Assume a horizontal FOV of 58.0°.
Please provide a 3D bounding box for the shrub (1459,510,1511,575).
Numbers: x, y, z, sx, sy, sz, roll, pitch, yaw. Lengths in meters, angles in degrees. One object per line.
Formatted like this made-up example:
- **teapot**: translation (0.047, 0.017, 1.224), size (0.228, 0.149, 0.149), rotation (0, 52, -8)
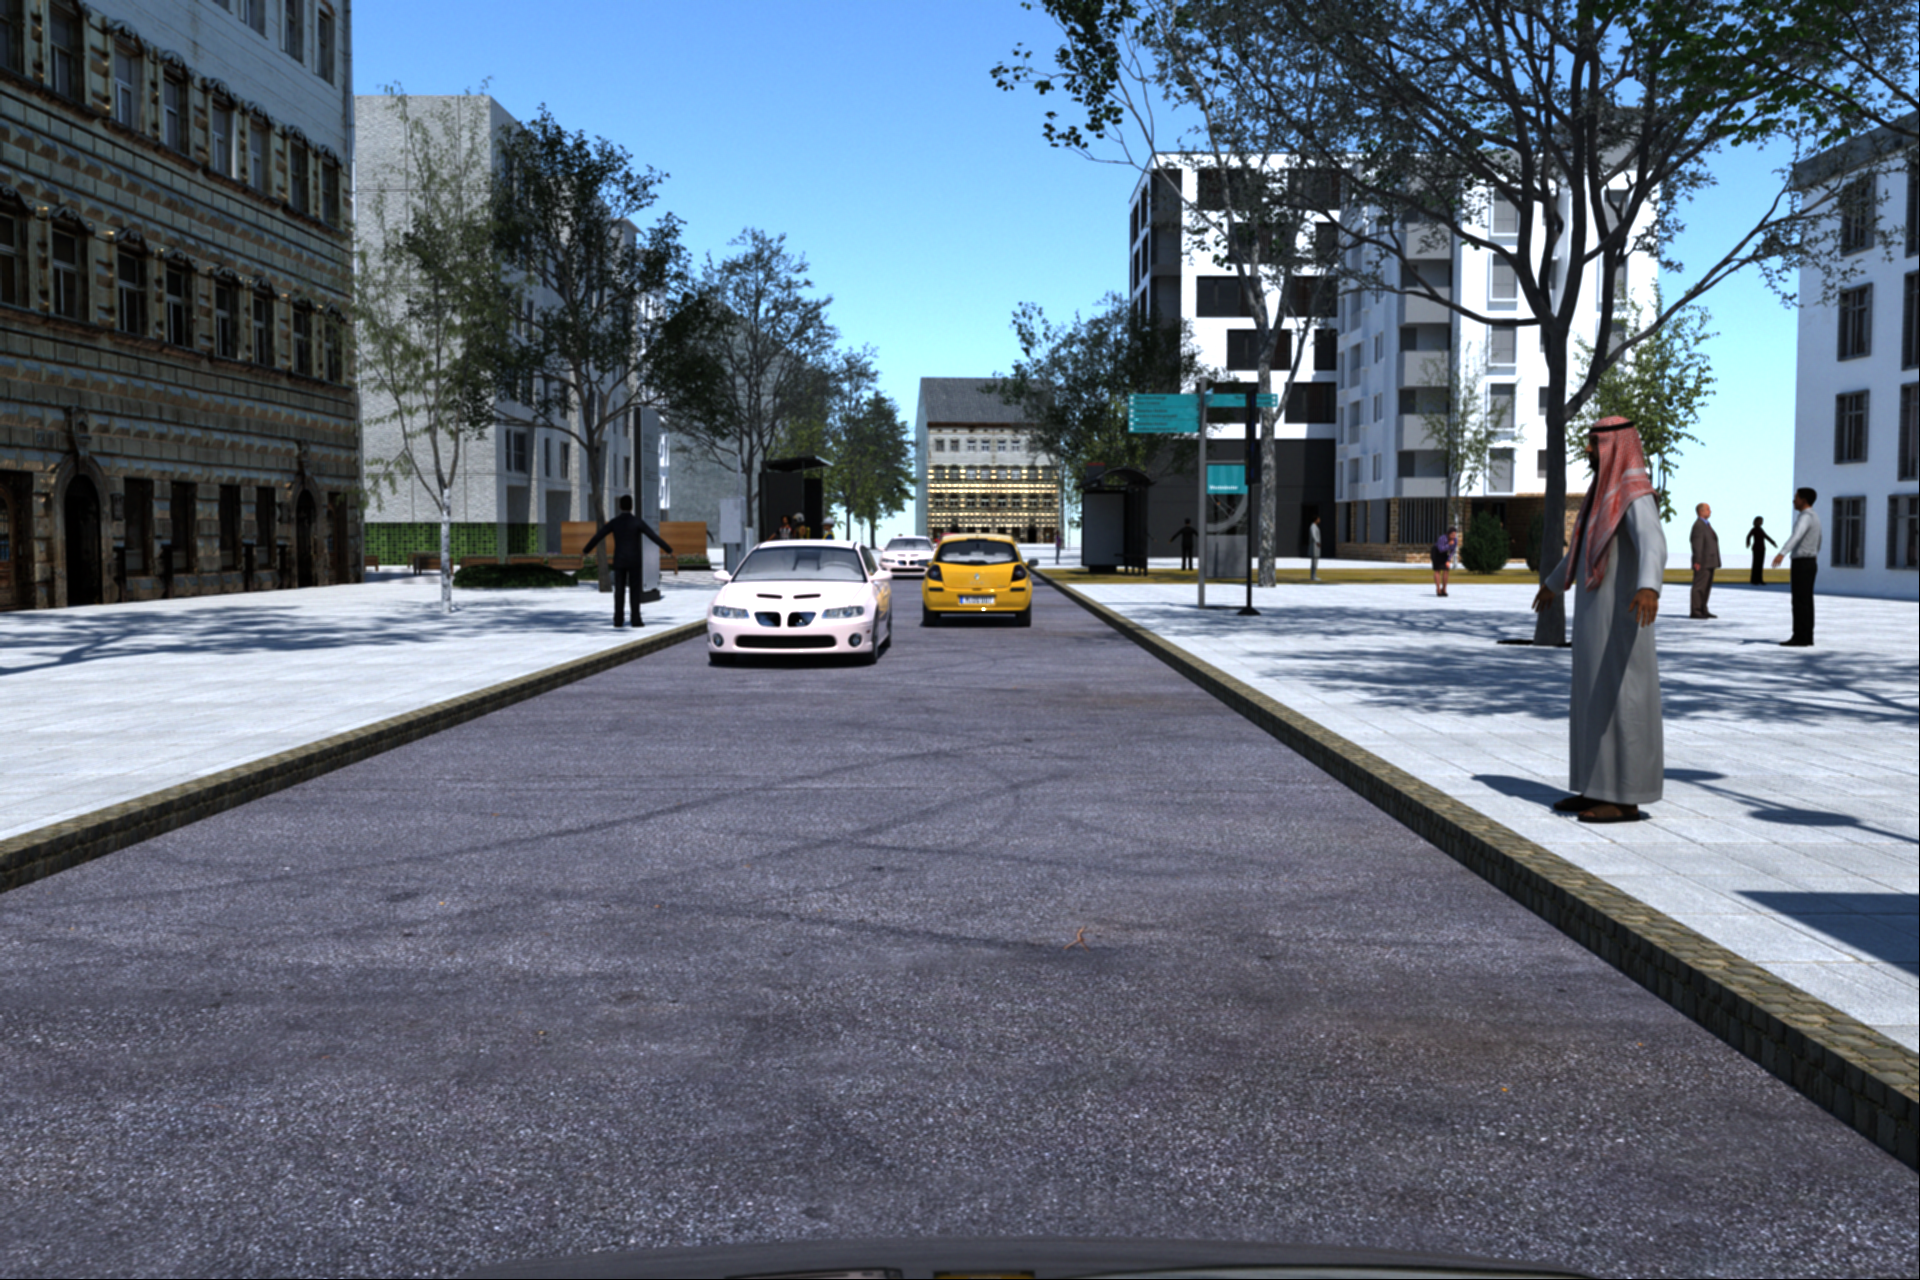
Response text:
- **shrub**: translation (16.626, -3.109, 54.876), size (1.661, 2.075, 1.752), rotation (0, 3, 0)

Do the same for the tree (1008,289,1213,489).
- **tree**: translation (7.483, -10.748, 86.107), size (12.009, 13.543, 11.850), rotation (0, 3, 0)

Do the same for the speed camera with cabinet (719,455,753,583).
- **speed camera with cabinet**: translation (-5.664, -3.029, 43.852), size (0.660, 3.252, 2.038), rotation (0, 4, 1)

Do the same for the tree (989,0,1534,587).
- **tree**: translation (7.030, -11.255, 39.911), size (12.611, 20.169, 13.585), rotation (0, 3, 0)

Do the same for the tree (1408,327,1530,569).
- **tree**: translation (17.742, -6.866, 62.630), size (4.360, 8.622, 3.978), rotation (0, 3, 0)

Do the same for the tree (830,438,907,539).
- **tree**: translation (-7.987, -13.263, 151.255), size (7.601, 10.594, 8.767), rotation (0, 4, 8)

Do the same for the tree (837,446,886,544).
- **tree**: translation (-7.656, -11.310, 135.280), size (4.737, 8.622, 4.395), rotation (0, 3, 0)

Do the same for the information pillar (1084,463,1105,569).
- **information pillar**: translation (4.942, -4.520, 63.280), size (0.750, 3.857, 0.750), rotation (0, 4, -1)

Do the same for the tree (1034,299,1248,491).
- **tree**: translation (7.161, -8.262, 69.504), size (8.767, 10.594, 7.601), rotation (-1, 4, -14)

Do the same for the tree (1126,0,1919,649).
- **tree**: translation (6.930, -6.682, 19.619), size (12.009, 13.543, 11.850), rotation (0, 3, 0)

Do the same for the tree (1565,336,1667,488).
- **tree**: translation (23.975, -6.917, 63.453), size (4.737, 8.622, 4.395), rotation (0, 3, 0)

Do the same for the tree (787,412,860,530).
- **tree**: translation (-7.867, -8.911, 96.062), size (4.737, 8.622, 4.395), rotation (0, 3, 0)

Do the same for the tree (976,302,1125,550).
- **tree**: translation (7.017, -17.571, 143.173), size (12.611, 20.169, 13.585), rotation (0, 3, 0)

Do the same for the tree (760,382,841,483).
- **tree**: translation (-7.655, -8.079, 82.450), size (4.737, 8.622, 4.395), rotation (0, 3, 0)

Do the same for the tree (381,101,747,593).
- **tree**: translation (-8.122, -6.329, 37.897), size (7.601, 10.594, 8.767), rotation (1, 4, 14)

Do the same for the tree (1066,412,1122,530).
- **tree**: translation (7.501, -8.800, 94.244), size (4.737, 8.622, 4.395), rotation (0, 3, 0)

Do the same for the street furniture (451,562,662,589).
- **street furniture**: translation (-10.649, -1.825, 45.466), size (5.734, 0.657, 10.072), rotation (-1, 4, -12)

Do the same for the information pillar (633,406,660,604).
- **information pillar**: translation (-5.900, -2.526, 32.618), size (0.184, 3.620, 1.656), rotation (0, 4, 1)

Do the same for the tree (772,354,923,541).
- **tree**: translation (-7.491, -12.627, 116.826), size (12.009, 13.543, 11.850), rotation (0, 3, 0)

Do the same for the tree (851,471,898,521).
- **tree**: translation (-11.683, -18.723, 240.528), size (7.601, 10.594, 8.767), rotation (0, 4, -1)

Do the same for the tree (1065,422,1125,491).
- **tree**: translation (8.103, -9.310, 102.580), size (4.737, 8.622, 4.395), rotation (0, 3, 0)

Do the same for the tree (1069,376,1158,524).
- **tree**: translation (7.022, -7.790, 77.723), size (4.737, 8.622, 4.395), rotation (0, 3, 0)

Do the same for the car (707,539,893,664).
- **car**: translation (-1.814, -0.504, 20.603), size (2.083, 1.381, 4.827), rotation (0, 4, 1)

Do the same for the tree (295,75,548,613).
- **tree**: translation (-8.223, -4.727, 27.648), size (4.360, 8.622, 3.978), rotation (0, 3, 0)

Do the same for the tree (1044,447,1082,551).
- **tree**: translation (8.100, -11.114, 132.069), size (4.360, 8.622, 3.978), rotation (0, 3, 0)

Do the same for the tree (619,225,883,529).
- **tree**: translation (-8.222, -9.657, 68.262), size (12.009, 13.543, 11.850), rotation (0, 3, 0)

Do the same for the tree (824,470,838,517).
- **tree**: translation (-21.053, -20.259, 237.896), size (9.857, 13.997, 8.962), rotation (0, 3, 0)

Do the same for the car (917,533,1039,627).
- **car**: translation (0.287, -1.097, 28.163), size (2.015, 1.641, 3.980), rotation (0, 4, 1)

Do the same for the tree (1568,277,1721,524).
- **tree**: translation (19.478, -6.030, 48.960), size (4.737, 8.622, 4.395), rotation (0, 3, 0)

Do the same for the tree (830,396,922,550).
- **tree**: translation (-7.043, -13.720, 142.452), size (7.486, 12.596, 7.792), rotation (0, 3, 0)

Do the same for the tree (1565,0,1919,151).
- **tree**: translation (7.003, -5.148, 9.934), size (9.928, 11.665, 9.643), rotation (0, 3, 0)

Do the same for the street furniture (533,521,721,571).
- **street furniture**: translation (-13.254, -3.389, 62.267), size (9.812, 1.723, 11.010), rotation (-1, 4, -13)

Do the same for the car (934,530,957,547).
- **car**: translation (-0.581, -6.352, 112.903), size (2.155, 1.783, 4.494), rotation (0, 4, 1)

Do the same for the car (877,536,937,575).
- **car**: translation (-1.622, -2.692, 56.379), size (2.083, 1.381, 4.827), rotation (0, 4, 0)
